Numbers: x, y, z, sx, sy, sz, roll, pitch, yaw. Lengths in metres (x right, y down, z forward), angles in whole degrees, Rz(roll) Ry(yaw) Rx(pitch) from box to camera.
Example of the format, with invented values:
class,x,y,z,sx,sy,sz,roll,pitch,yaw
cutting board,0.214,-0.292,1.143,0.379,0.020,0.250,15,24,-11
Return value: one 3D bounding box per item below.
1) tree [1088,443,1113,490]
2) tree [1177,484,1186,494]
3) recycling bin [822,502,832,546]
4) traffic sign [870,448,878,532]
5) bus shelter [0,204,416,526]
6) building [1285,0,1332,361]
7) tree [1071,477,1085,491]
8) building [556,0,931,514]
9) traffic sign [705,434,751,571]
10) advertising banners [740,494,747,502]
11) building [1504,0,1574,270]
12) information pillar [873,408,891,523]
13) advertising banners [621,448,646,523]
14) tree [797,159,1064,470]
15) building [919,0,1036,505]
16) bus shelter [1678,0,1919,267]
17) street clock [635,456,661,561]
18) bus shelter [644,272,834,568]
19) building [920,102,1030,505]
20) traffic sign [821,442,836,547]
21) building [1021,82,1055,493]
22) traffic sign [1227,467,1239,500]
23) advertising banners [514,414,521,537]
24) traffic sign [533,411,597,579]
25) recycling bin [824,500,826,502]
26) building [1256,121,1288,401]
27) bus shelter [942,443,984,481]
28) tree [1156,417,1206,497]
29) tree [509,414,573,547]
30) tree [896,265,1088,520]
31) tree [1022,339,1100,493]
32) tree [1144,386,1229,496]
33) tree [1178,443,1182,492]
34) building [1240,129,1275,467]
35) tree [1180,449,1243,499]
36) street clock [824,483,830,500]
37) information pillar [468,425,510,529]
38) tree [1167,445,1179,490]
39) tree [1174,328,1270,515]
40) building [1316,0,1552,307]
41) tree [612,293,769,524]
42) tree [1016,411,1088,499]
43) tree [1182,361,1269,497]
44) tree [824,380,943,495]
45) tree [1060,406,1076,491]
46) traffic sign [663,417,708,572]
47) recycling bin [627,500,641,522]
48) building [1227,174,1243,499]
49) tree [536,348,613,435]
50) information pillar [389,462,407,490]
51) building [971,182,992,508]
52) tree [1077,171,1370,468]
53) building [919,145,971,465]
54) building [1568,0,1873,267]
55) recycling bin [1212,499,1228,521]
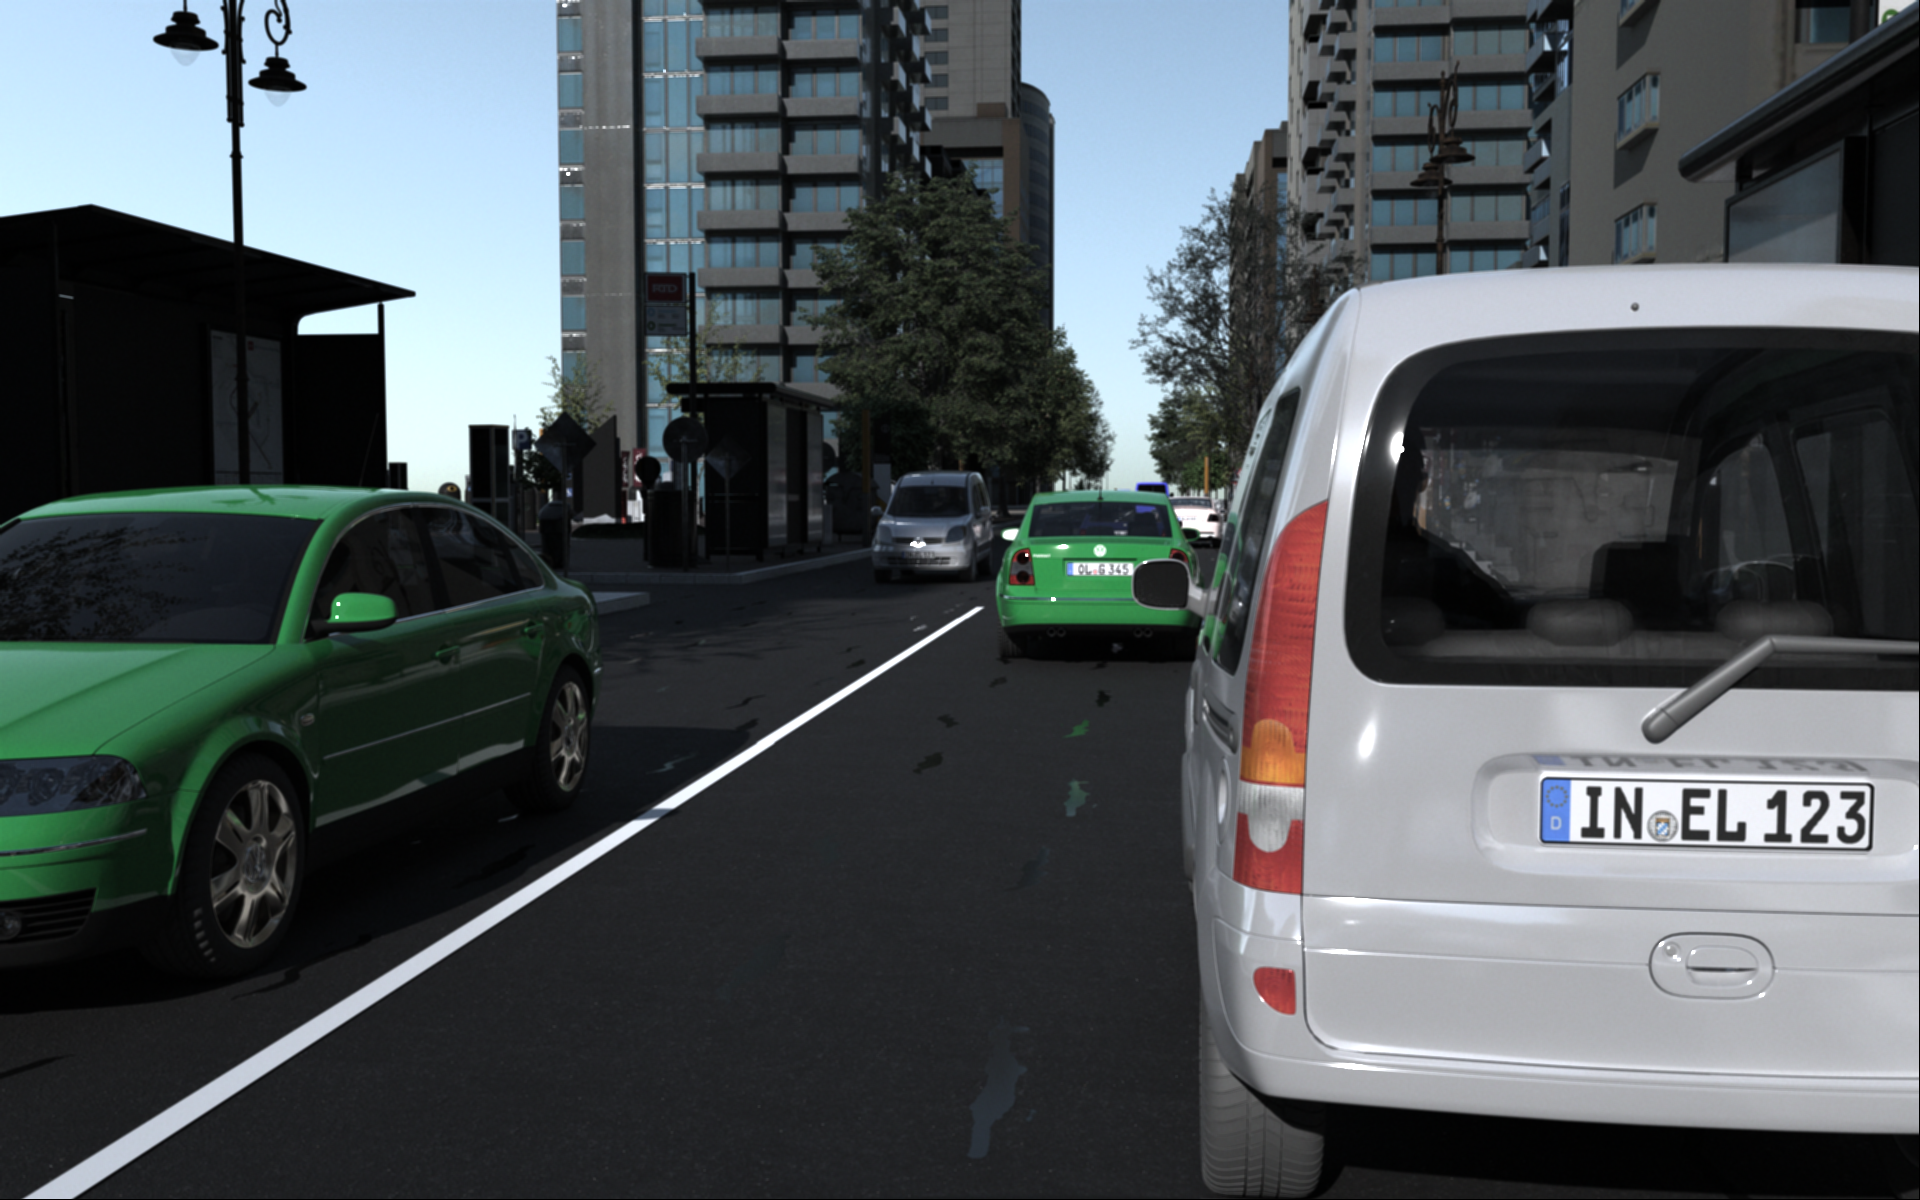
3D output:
class,x,y,z,sx,sy,sz,roll,pitch,yaw
tree,14.612,-15.212,199.072,4.737,8.622,4.395,0,3,0
tree,31.291,-15.173,242.681,1.663,3.219,1.824,0,3,0
recycling bin,-3.637,-1.843,42.694,0.722,1.027,0.722,3,4,37
traffic sign,-2.324,-2.924,47.915,0.768,2.556,0.104,1,4,12
bus shelter,-7.532,-1.589,17.267,1.731,3.624,6.357,0,4,7
building,43.434,-34.493,153.203,28.713,52.752,27.495,0,4,7
tree,13.361,-12.021,191.142,1.663,3.219,1.824,0,3,0
building,-14.070,-30.655,120.814,23.786,49.044,30.456,0,4,7
traffic sign,-3.892,-1.551,29.009,0.795,2.450,0.064,0,4,7
advertising banners,-10.010,-5.330,83.332,0.090,3.025,2.074,-3,4,-39
building,35.559,-46.958,80.439,22.319,86.520,31.000,0,4,7
information pillar,-2.110,-3.424,47.330,0.504,3.616,0.183,0,4,-1
advertising banners,-12.946,-4.265,65.926,2.074,3.025,0.090,0,4,4
tree,-1.003,-9.715,65.497,9.857,13.997,8.962,0,3,0
building,-0.617,-47.843,220.491,20.563,71.187,20.611,0,4,7
bus shelter,5.232,-1.906,8.797,2.179,5.291,8.768,0,4,7
street clock,-5.994,-1.757,33.296,0.471,2.002,0.358,-1,4,-20
bus shelter,-4.337,-3.448,34.014,2.179,5.291,8.768,0,4,6
building,0.683,-33.802,202.774,14.600,45.320,14.200,0,4,7
traffic sign,-3.385,-2.555,41.883,0.768,2.556,0.104,1,4,10
building,1.963,-43.012,245.245,21.231,58.520,28.212,0,4,7
traffic sign,12.721,-4.941,80.790,0.884,2.594,0.081,1,4,9
advertising banners,-9.994,-2.621,39.045,0.090,3.025,2.074,-1,4,-12
traffic sign,-4.803,-1.066,21.076,0.795,2.450,0.064,0,4,7
recycling bin,-5.862,-3.719,73.359,0.722,1.027,0.722,0,4,-6
building,42.952,-34.123,208.029,14.600,45.320,14.200,0,4,7
bus shelter,0.246,-5.195,76.223,1.731,3.624,6.357,0,4,7
tree,29.107,-18.459,227.552,9.928,11.665,9.643,0,3,0
tree,-10.043,-2.912,42.207,1.663,3.219,1.824,0,3,0
tree,1.181,-10.289,85.225,9.611,12.733,9.660,0,3,0
tree,5.299,-12.401,120.878,7.486,12.596,7.792,0,3,0
tree,26.771,-18.191,204.081,9.857,13.997,8.962,0,3,0
tree,23.569,-13.152,165.396,4.360,8.622,3.978,0,3,0
building,48.264,-36.800,225.387,21.300,48.544,21.600,0,4,7
tree,16.631,-7.884,112.612,4.285,4.588,4.351,0,3,0
street clock,-8.131,-6.151,105.133,0.471,2.002,0.358,0,4,-1
information pillar,-5.022,-0.858,18.528,0.304,2.012,0.304,1,4,20
tree,24.644,-14.384,185.547,4.360,8.622,3.978,0,3,0
tree,11.522,-7.641,75.288,4.737,8.622,4.395,0,3,0
building,37.648,-30.886,124.599,23.786,49.044,30.456,0,4,7
tree,-9.294,-6.866,62.628,4.737,8.622,4.395,0,3,0
tree,4.710,-9.767,110.050,4.737,8.622,4.395,0,3,0
tree,14.465,-8.533,89.882,4.360,8.622,3.978,0,3,0
tree,-2.124,-4.061,50.113,4.285,4.588,4.351,0,3,0
tree,9.517,-15.251,159.717,12.009,13.543,11.850,0,3,0
traffic sign,-4.533,-1.739,28.536,0.768,2.556,0.104,0,4,8
recycling bin,-12.946,-3.398,68.115,0.722,1.027,0.722,-1,4,-13
building,49.551,-38.139,247.270,21.300,48.544,21.600,0,4,7
tree,-19.630,-8.414,87.929,4.737,8.622,4.395,0,3,0
information pillar,-13.081,-2.194,40.356,0.304,2.012,0.304,1,4,18
building,-4.745,-23.625,157.963,14.160,30.474,14.107,0,4,7
tree,11.450,-9.515,65.934,12.009,13.543,11.850,0,3,0
building,-7.088,-22.767,143.946,14.160,30.474,14.107,0,4,7
building,27.235,-25.629,42.733,21.600,48.544,21.300,0,4,7
recycling bin,12.251,-4.215,81.477,0.722,1.027,0.722,2,4,32
